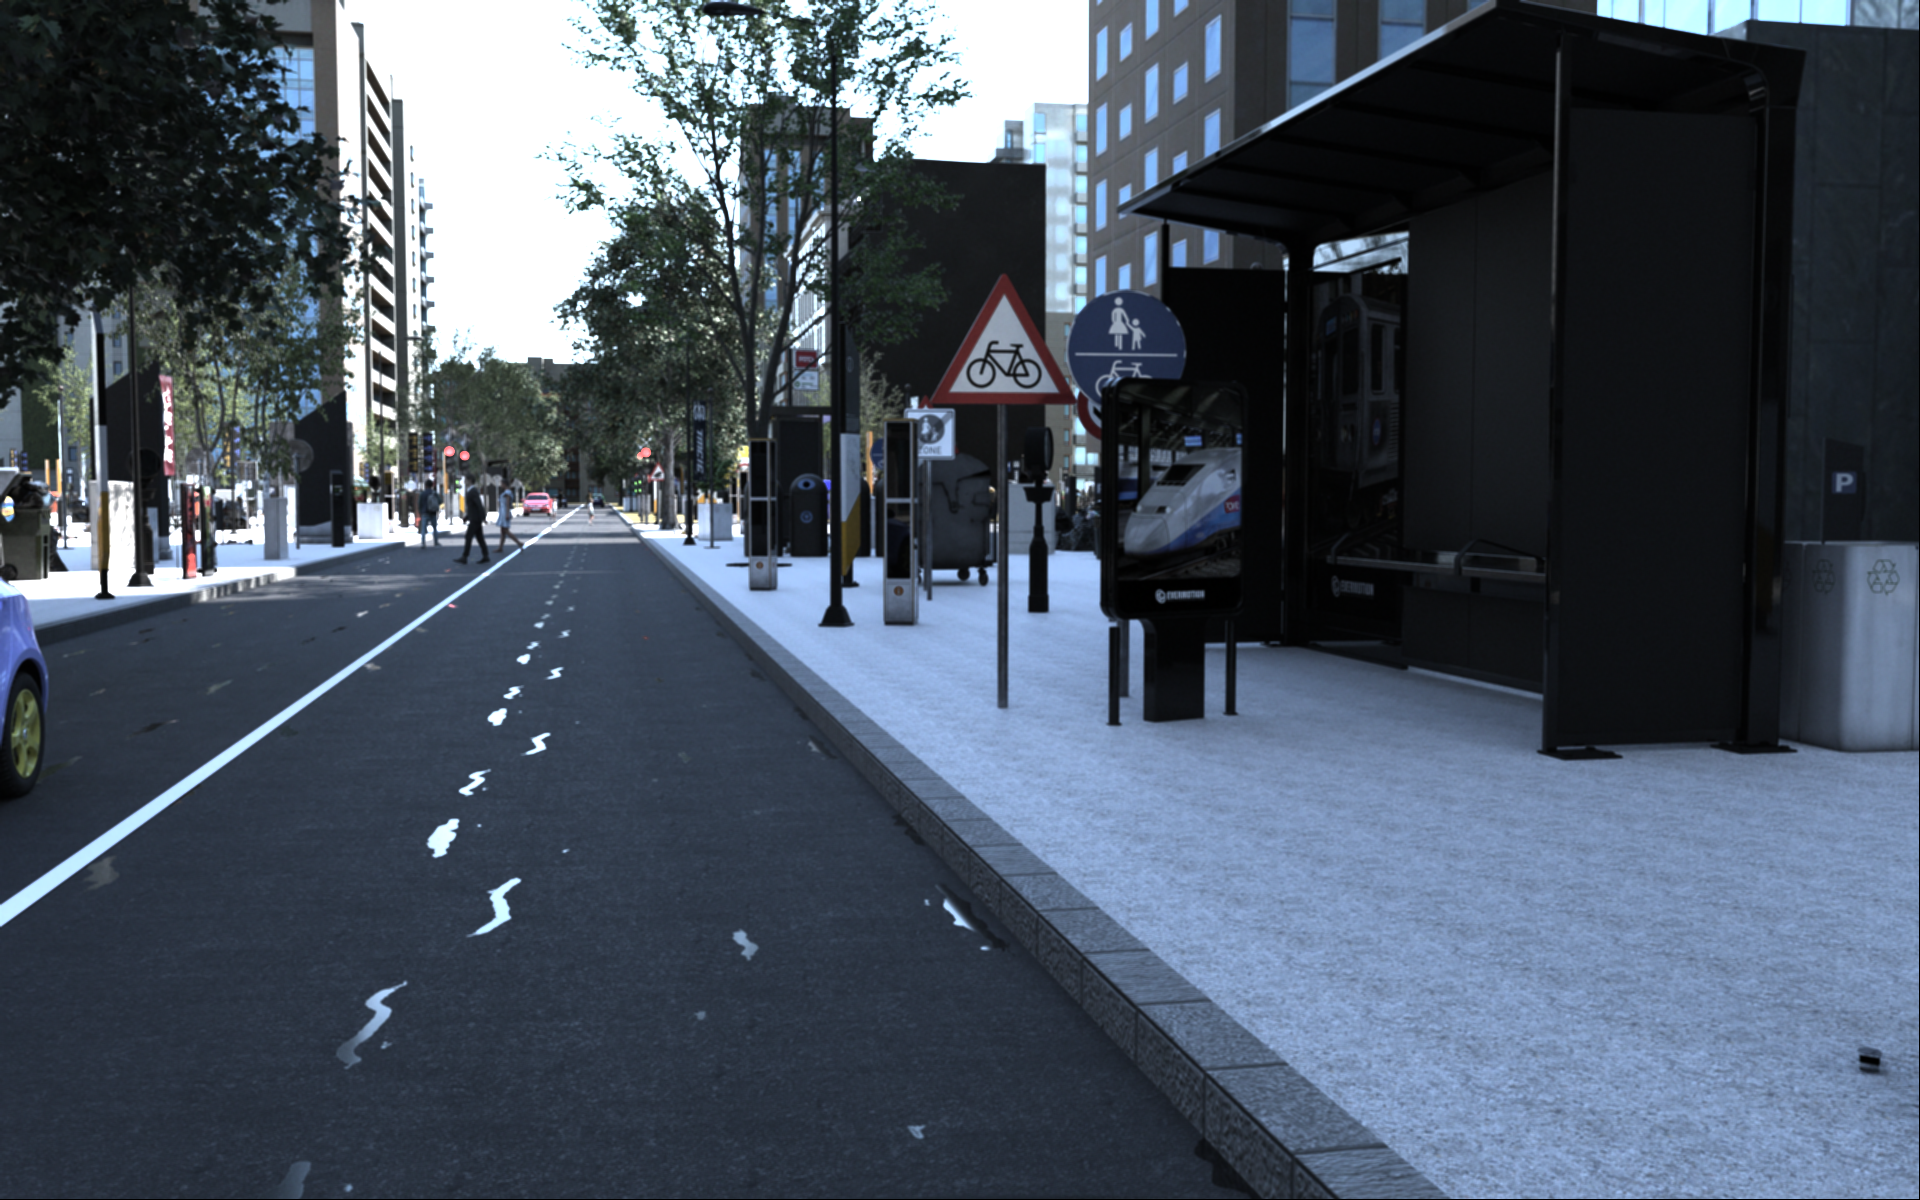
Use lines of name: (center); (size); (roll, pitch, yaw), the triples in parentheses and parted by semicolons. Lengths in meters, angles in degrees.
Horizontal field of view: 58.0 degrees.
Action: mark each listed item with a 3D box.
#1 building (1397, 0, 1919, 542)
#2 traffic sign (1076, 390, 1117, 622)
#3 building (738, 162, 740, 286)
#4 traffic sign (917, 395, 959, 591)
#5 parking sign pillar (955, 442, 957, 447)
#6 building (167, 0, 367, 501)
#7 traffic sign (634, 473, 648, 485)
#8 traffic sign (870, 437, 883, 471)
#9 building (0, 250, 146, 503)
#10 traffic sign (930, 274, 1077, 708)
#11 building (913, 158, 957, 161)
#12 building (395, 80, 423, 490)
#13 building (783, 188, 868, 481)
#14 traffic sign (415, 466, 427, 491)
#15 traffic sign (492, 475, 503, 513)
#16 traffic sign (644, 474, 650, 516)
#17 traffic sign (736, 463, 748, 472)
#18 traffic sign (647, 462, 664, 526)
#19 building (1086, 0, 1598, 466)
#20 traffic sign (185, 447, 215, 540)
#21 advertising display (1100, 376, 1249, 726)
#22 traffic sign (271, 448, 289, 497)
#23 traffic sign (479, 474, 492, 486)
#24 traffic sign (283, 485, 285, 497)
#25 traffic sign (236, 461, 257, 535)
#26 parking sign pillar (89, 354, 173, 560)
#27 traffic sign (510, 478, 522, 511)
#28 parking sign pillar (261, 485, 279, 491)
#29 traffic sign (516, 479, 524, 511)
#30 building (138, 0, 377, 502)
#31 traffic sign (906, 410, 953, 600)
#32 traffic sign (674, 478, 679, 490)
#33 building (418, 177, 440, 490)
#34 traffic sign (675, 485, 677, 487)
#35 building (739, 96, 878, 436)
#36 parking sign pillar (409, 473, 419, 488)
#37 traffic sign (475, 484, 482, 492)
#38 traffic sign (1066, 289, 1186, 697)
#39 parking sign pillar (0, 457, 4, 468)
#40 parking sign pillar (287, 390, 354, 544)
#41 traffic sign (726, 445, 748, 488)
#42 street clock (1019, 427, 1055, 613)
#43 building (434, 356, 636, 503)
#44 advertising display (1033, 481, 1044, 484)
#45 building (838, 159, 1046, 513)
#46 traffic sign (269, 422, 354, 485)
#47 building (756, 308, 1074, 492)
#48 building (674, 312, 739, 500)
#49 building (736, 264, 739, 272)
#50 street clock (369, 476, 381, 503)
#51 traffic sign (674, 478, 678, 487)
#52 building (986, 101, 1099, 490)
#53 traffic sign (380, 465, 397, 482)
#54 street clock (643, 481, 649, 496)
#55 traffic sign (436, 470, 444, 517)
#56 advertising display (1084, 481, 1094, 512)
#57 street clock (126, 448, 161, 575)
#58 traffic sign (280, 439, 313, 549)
building: (22.602, -43.180, 18.663); (22.319, 86.520, 31.000); (-1, 4, -12)
traffic sign: (1.536, -1.054, 17.341); (0.768, 2.556, 0.104); (0, 4, -4)
building: (-19.825, -32.195, 209.988); (14.154, 41.232, 14.086); (-1, 4, -12)
traffic sign: (-0.454, -1.400, 22.891); (0.884, 2.594, 0.081); (0, 4, -6)
parking sign pillar: (-0.379, -6.200, 89.839); (1.447, 3.967, 1.447); (-2, 4, -26)
building: (-60.947, -30.766, 153.129); (14.600, 45.320, 14.200); (-1, 4, -12)
traffic sign: (-18.064, -5.994, 98.107); (0.768, 2.556, 0.104); (0, 4, -8)
traffic sign: (-1.616, -2.351, 38.551); (0.768, 2.556, 0.104); (0, 4, -3)
building: (-98.070, -39.641, 190.136); (28.212, 58.520, 21.231); (-1, 4, -12)
traffic sign: (0.256, -0.631, 10.328); (0.884, 2.594, 0.081); (-1, 4, -10)
building: (-3.720, -32.419, 213.647); (14.086, 41.232, 14.154); (-1, 4, -12)
building: (-72.924, -34.972, 195.488); (21.600, 48.544, 21.300); (-1, 4, -12)
building: (-7.062, -21.151, 143.075); (12.463, 27.353, 25.104); (-1, 4, -12)
traffic sign: (-24.632, -4.861, 79.586); (0.768, 2.556, 0.104); (0, 4, -5)
traffic sign: (-30.666, -7.016, 114.816); (0.768, 2.556, 0.104); (0, 4, -4)
traffic sign: (-18.859, -6.324, 103.503); (0.768, 2.556, 0.104); (0, 4, -5)
traffic sign: (-8.754, -4.309, 70.556); (0.768, 2.556, 0.104); (0, 4, -4)
traffic sign: (-12.090, -4.251, 69.503); (0.884, 2.594, 0.081); (0, 4, -4)
building: (12.589, -24.679, 53.611); (14.600, 45.320, 14.200); (-1, 4, -12)
traffic sign: (-20.660, -2.874, 47.094); (0.768, 2.556, 0.104); (0, 4, -5)
advertising display: (1.218, -0.281, 9.802); (0.974, 1.923, 0.123); (-2, 4, -32)
traffic sign: (-18.652, -2.904, 47.585); (0.768, 2.556, 0.104); (0, 4, -5)
traffic sign: (-29.377, -6.555, 107.272); (0.768, 2.556, 0.104); (0, 4, -3)
traffic sign: (-22.026, -3.320, 56.407); (0.606, 2.300, 0.079); (0, 4, -3)
traffic sign: (-22.149, -3.161, 53.807); (0.606, 2.300, 0.079); (0, 4, -5)
parking sign pillar: (-16.121, -2.761, 33.622); (1.447, 3.967, 1.447); (0, 4, -4)
traffic sign: (-34.263, -8.176, 133.679); (0.884, 2.594, 0.081); (-1, 4, -11)
parking sign pillar: (-41.342, -7.160, 105.539); (1.447, 3.967, 1.447); (1, 4, 10)
traffic sign: (-34.415, -8.184, 134.995); (0.795, 2.450, 0.064); (0, 4, -7)
building: (-67.938, -33.428, 170.257); (21.300, 48.544, 21.600); (-1, 4, -12)
traffic sign: (-0.368, -1.145, 20.848); (0.606, 2.300, 0.079); (-1, 4, -9)
traffic sign: (-21.213, -7.853, 128.495); (0.768, 2.556, 0.104); (0, 4, -3)
building: (-91.125, -38.575, 250.310); (30.456, 49.044, 23.786); (-1, 4, -12)
traffic sign: (-21.296, -7.846, 128.289); (0.884, 2.594, 0.081); (-1, 4, -12)
building: (-17.324, -33.380, 195.876); (14.600, 45.320, 14.200); (-1, 4, -12)
parking sign pillar: (-41.315, -8.738, 131.332); (1.447, 3.967, 1.447); (0, 4, 3)
traffic sign: (-41.298, -9.086, 148.561); (0.884, 2.594, 0.081); (-1, 4, -9)
traffic sign: (1.031, -0.660, 10.901); (0.768, 2.556, 0.104); (0, 4, -8)
parking sign pillar: (-70.297, -8.417, 126.089); (1.447, 3.967, 1.447); (-2, 4, -29)
parking sign pillar: (-16.560, -3.458, 45.018); (1.447, 3.967, 1.447); (0, 4, -7)
traffic sign: (-8.827, -4.777, 71.974); (2.265, 3.308, 0.079); (-1, 4, -10)
street clock: (0.854, -0.869, 18.778); (0.358, 2.002, 0.471); (1, 4, 15)
building: (-62.571, -25.355, 259.590); (28.899, 21.520, 27.650); (-1, 4, -12)
advertising display: (2.582, -3.374, 60.380); (0.123, 1.923, 0.974); (-2, 4, -34)
building: (-1.864, -17.965, 123.407); (12.332, 23.373, 15.834); (-1, 4, -12)
traffic sign: (-18.229, -3.355, 48.721); (2.265, 3.308, 0.079); (0, 4, -7)
building: (-5.651, -20.265, 176.365); (27.650, 21.520, 28.899); (-1, 4, -12)
building: (-40.071, -29.666, 256.745); (14.107, 30.474, 14.160); (-1, 4, -12)
building: (-23.316, -35.323, 269.411); (23.993, 40.220, 32.217); (-1, 4, -12)
street clock: (-23.140, -3.918, 68.631); (0.471, 2.002, 0.358); (1, 4, 22)
traffic sign: (-21.063, -7.757, 126.937); (0.768, 2.556, 0.104); (-1, 4, -11)
building: (19.100, -36.297, 213.063); (30.456, 49.044, 23.786); (-1, 4, -12)
traffic sign: (-25.181, -4.653, 76.078); (0.884, 2.594, 0.081); (-1, 4, -10)
street clock: (-17.241, -5.544, 95.212); (0.358, 2.002, 0.471); (0, 4, -2)
traffic sign: (-27.797, -5.654, 92.444); (0.884, 2.594, 0.081); (-1, 4, -11)
advertising display: (6.388, -4.834, 84.241); (0.123, 1.923, 0.974); (-2, 4, -34)
street clock: (-12.881, -1.394, 27.370); (0.471, 2.002, 0.358); (-3, 5, -41)
traffic sign: (-15.409, -2.455, 40.239); (0.768, 2.556, 0.104); (0, 4, -5)
